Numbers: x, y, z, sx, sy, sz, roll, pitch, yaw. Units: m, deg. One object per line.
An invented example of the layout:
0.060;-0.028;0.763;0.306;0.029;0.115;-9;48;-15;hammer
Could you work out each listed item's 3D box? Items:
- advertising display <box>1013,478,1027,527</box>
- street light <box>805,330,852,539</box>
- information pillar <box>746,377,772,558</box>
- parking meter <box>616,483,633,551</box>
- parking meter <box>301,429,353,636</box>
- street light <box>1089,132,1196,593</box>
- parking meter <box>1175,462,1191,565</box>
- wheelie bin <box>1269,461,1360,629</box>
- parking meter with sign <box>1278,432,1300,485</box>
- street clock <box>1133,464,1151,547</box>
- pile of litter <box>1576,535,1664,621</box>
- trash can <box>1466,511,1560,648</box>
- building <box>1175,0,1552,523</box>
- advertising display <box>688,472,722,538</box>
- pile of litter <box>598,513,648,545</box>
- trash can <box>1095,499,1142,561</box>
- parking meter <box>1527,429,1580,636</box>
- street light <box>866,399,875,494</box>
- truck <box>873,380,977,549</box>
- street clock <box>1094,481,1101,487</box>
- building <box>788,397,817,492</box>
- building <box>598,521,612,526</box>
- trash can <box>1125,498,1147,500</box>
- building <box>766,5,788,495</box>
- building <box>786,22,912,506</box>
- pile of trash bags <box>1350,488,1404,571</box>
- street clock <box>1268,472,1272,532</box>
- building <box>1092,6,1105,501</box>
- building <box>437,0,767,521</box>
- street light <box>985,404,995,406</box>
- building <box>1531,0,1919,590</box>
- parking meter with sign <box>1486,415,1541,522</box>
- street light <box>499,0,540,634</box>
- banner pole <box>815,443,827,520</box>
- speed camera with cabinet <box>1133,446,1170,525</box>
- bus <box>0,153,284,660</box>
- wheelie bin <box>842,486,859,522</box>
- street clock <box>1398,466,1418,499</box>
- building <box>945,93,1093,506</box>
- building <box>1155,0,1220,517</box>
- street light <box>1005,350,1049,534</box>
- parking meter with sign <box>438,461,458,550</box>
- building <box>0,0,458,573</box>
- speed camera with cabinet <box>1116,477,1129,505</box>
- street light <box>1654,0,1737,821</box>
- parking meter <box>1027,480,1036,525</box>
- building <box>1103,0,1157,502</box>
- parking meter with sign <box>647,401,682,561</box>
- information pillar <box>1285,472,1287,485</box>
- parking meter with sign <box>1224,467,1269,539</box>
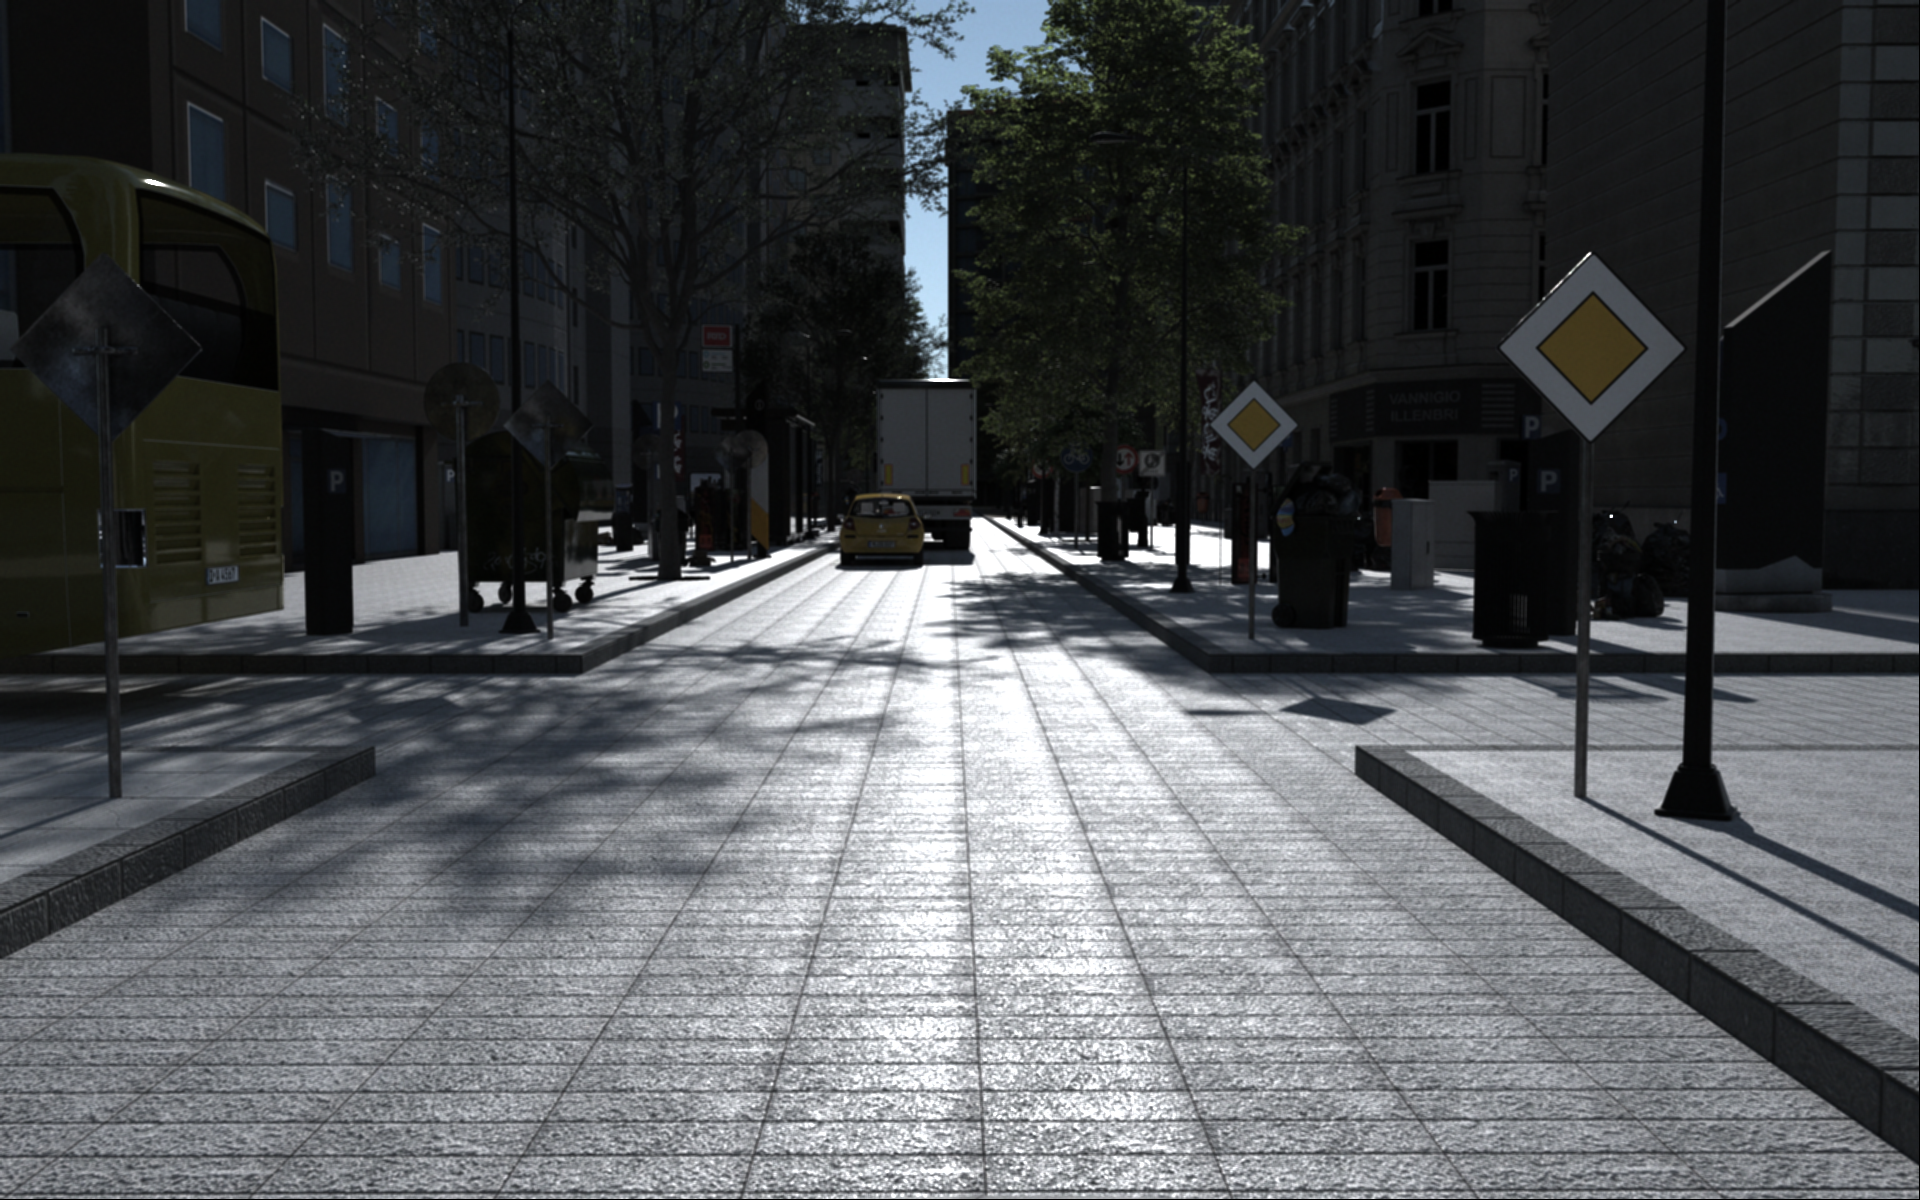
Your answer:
2.533;-4.148;73.033;0.123;1.923;0.974;2;4;32;advertising display
-3.758;-4.693;49.269;1.470;5.913;1.316;0;4;0;street light
-4.060;-2.659;34.828;0.504;3.616;0.183;2;4;27;information pillar
-7.571;-1.875;39.068;0.372;1.533;0.369;0;3;0;parking meter
-5.779;-0.620;15.850;0.255;1.863;0.399;2;4;25;parking meter
2.359;-3.051;22.427;1.470;5.913;1.316;0;4;0;street light
4.070;-1.586;31.635;0.255;1.863;0.399;0;4;5;parking meter
3.442;-0.539;16.716;0.693;1.594;0.980;3;4;38;wheelie bin
8.494;-2.878;43.309;0.543;3.016;1.738;-1;4;-21;parking meter with sign
4.415;-2.275;41.765;0.358;2.002;0.471;-3;5;-45;street clock
6.653;-0.255;18.139;1.719;0.858;1.176;-1;4;-21;pile of litter
4.640;-0.179;14.575;0.748;1.137;0.748;0;3;0;trash can
19.751;-17.857;68.372;17.030;29.872;44.131;0;4;0;building
-7.369;-2.751;50.189;0.974;1.923;0.123;-1;4;-18;advertising display
-8.732;-1.829;43.863;1.719;0.858;1.176;-1;4;-15;pile of litter
2.959;-1.332;33.433;0.748;1.137;0.748;0;3;0;trash can
5.407;-0.617;15.798;0.255;1.863;0.399;-3;5;-43;parking meter
-3.899;-6.736;82.675;1.470;5.913;1.316;0;4;0;street light
-1.036;-3.625;48.189;2.839;4.237;11.283;0;4;-2;truck
6.769;-5.008;86.457;0.471;2.002;0.358;-2;4;-32;street clock
-28.563;-50.929;145.355;31.000;86.520;22.319;0;4;0;building
-24.338;-31.541;57.691;21.231;58.520;28.212;0;4;0;building
6.020;-2.908;59.202;0.748;1.137;0.748;0;3;0;trash can
-20.134;-29.107;126.005;14.600;45.320;14.200;0;4;0;building
-17.247;-37.108;195.949;27.495;52.752;28.713;0;4;0;building
6.782;-1.183;29.091;1.912;1.369;3.447;0;4;-3;pile of trash bags
10.244;-3.246;57.635;0.358;2.002;0.471;0;4;2;street clock
21.423;-36.714;142.277;21.231;58.520;28.212;0;4;0;building
-23.601;-34.357;103.739;21.231;58.520;28.212;0;4;0;building
1.982;-7.152;89.477;1.470;5.913;1.316;0;4;0;street light
23.645;-14.117;28.082;25.104;27.353;12.463;0;4;0;building
12.210;-2.608;38.899;0.543;3.016;1.738;-2;4;-23;parking meter with sign
-3.540;-2.650;15.863;1.470;5.913;1.316;0;4;0;street light
-6.715;-5.764;84.264;0.863;3.779;0.401;2;4;30;banner pole
7.908;-4.721;71.523;0.660;3.252;2.038;-2;4;-25;speed camera with cabinet
-11.209;-1.239;11.811;12.252;3.916;2.896;0;4;-1;bus
-4.264;-3.663;67.795;0.693;1.594;0.980;0;4;1;wheelie bin
11.455;-2.432;44.341;0.471;2.002;0.358;-2;4;-32;street clock
11.137;-32.874;192.108;28.867;44.769;22.147;0;4;0;building
18.163;-25.457;99.819;14.154;41.232;14.086;0;4;0;building
2.164;-5.094;55.832;1.470;5.913;1.316;0;4;0;street light
-12.012;-2.683;40.127;1.738;3.016;0.543;3;4;36;parking meter with sign
-17.658;-23.173;28.984;14.600;45.320;14.200;0;4;0;building
8.837;-5.860;90.154;2.038;3.252;0.660;-3;5;-44;speed camera with cabinet
2.419;-2.095;6.790;1.470;5.913;1.316;0;4;0;street light
2.940;-4.013;71.323;0.255;1.863;0.399;2;4;32;parking meter
21.385;-30.215;117.721;21.300;48.544;21.600;0;4;0;building
-5.752;-2.271;33.393;0.543;3.016;1.738;-1;4;-17;parking meter with sign
10.978;-3.236;57.407;0.304;2.012;0.304;-2;4;-26;information pillar
8.489;-3.276;49.816;1.738;3.016;0.543;1;4;23;parking meter with sign
